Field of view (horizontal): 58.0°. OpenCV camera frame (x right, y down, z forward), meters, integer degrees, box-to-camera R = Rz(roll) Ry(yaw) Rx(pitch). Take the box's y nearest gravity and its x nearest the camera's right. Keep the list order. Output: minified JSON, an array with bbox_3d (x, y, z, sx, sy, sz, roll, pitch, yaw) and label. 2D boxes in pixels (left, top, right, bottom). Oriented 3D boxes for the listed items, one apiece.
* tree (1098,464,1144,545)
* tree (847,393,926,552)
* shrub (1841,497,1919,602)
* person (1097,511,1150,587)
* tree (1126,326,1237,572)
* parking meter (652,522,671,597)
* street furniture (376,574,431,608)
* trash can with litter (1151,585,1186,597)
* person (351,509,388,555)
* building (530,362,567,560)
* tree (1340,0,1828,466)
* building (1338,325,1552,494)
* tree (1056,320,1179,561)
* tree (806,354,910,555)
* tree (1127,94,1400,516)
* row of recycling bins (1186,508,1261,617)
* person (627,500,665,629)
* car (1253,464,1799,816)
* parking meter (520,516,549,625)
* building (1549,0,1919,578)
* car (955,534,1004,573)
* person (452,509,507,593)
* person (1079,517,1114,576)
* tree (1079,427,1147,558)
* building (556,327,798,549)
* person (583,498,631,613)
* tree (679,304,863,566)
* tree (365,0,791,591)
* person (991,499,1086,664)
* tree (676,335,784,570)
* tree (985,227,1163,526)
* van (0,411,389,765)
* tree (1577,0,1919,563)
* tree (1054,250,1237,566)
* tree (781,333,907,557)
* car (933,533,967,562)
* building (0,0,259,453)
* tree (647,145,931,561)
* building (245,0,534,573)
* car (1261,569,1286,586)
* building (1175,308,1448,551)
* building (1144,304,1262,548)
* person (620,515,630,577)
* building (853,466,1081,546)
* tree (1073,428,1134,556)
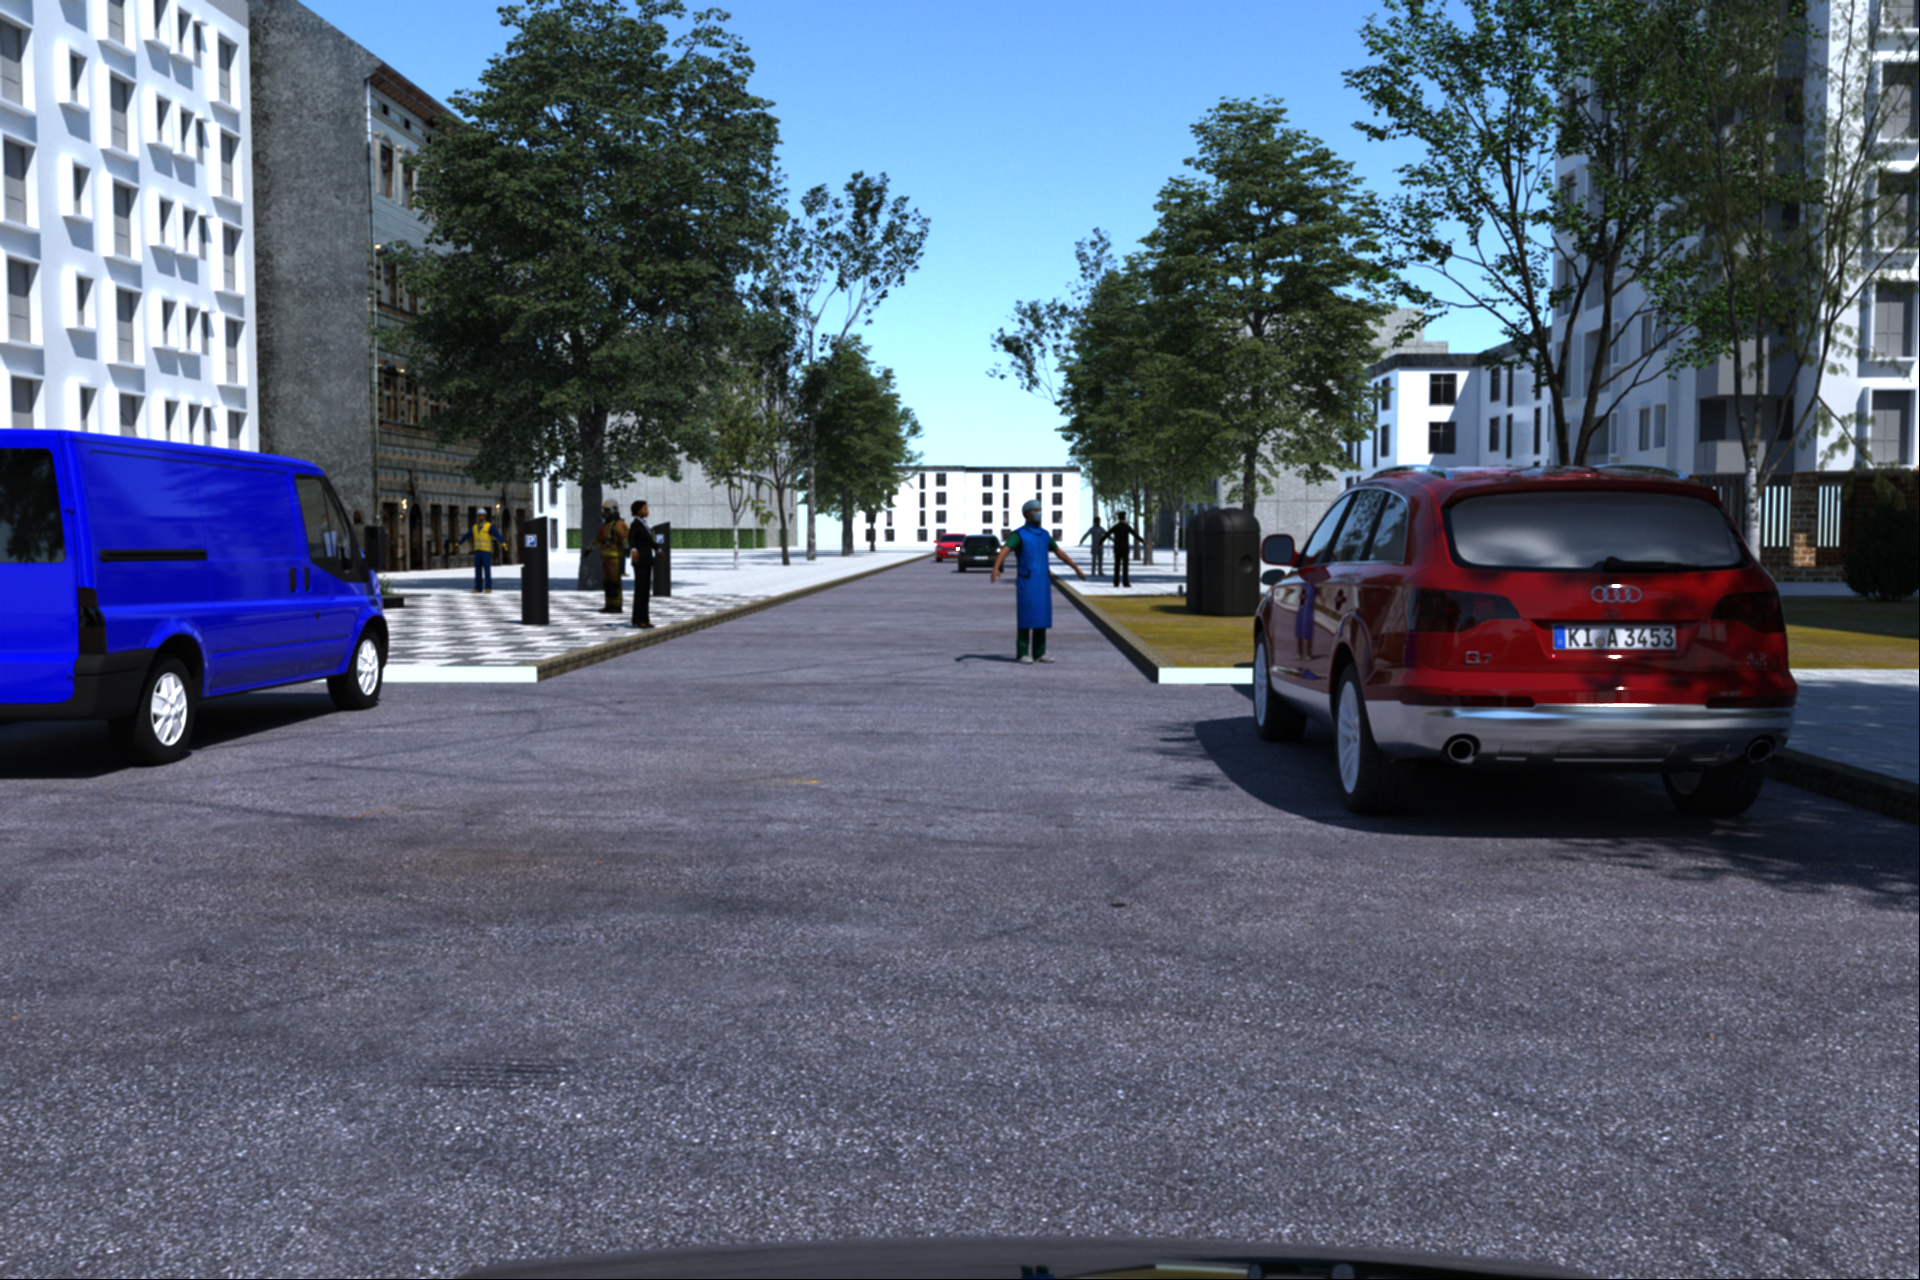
[{"bbox_3d":[20.235,-17.393,210.134,9.928,11.665,9.643,0,3,0],"label":"tree"},{"bbox_3d":[-6.195,-12.108,123.724,9.928,11.665,9.643,0,3,0],"label":"tree"},{"bbox_3d":[17.702,-1.751,33.052,1.690,2.028,1.600,0,3,0],"label":"shrub"},{"bbox_3d":[3.910,-2.193,41.787,1.347,1.837,0.705,2,4,24],"label":"person"},{"bbox_3d":[7.423,-6.636,58.857,4.737,8.622,4.395,0,3,0],"label":"tree"},{"bbox_3d":[-6.124,-1.658,35.518,0.372,1.533,0.369,0,3,0],"label":"parking meter"},{"bbox_3d":[-12.756,-1.342,28.795,9.812,1.723,11.010,2,4,27],"label":"street furniture"},{"bbox_3d":[4.828,-1.492,35.446,1.678,1.210,2.233,0,4,0],"label":"trash can with litter"},{"bbox_3d":[-12.555,-1.839,36.192,1.348,1.813,0.705,0,4,8],"label":"person"},{"bbox_3d":[-24.975,-9.071,90.460,9.099,9.664,28.070,0,4,2],"label":"building"},{"bbox_3d":[10.482,-6.343,29.468,9.928,11.665,9.643,0,3,0],"label":"tree"},{"bbox_3d":[24.818,-8.473,80.673,9.099,9.664,28.070,0,4,2],"label":"building"},{"bbox_3d":[8.502,-9.659,83.673,9.928,11.665,9.643,0,3,0],"label":"tree"},{"bbox_3d":[-6.596,-11.652,108.636,7.486,12.596,7.792,0,3,0],"label":"tree"},{"bbox_3d":[7.876,-7.788,45.469,7.486,12.596,7.792,0,3,0],"label":"tree"},{"bbox_3d":[4.254,-1.306,28.465,1.069,1.692,3.534,0,4,2],"label":"row of recycling bins"},{"bbox_3d":[-4.258,-1.031,23.580,0.721,1.740,1.216,0,4,8],"label":"person"},{"bbox_3d":[3.039,-0.104,10.378,2.281,1.827,5.304,0,4,2],"label":"car"},{"bbox_3d":[-6.008,-0.982,24.466,0.372,1.533,0.369,0,3,0],"label":"parking meter"},{"bbox_3d":[25.593,-12.354,58.405,16.016,20.090,11.380,0,4,1],"label":"building"},{"bbox_3d":[0.814,-3.416,65.643,2.009,1.686,4.222,0,4,1],"label":"car"},{"bbox_3d":[-10.380,-1.934,37.590,1.349,1.833,0.705,1,4,17],"label":"person"},{"bbox_3d":[4.236,-2.876,53.214,1.347,1.806,0.705,-1,4,-22],"label":"person"},{"bbox_3d":[7.991,-8.666,92.044,4.360,8.622,3.978,0,3,0],"label":"tree"},{"bbox_3d":[-25.625,-18.175,163.615,16.747,18.905,31.486,0,4,2],"label":"building"},{"bbox_3d":[-5.674,-1.367,28.113,0.705,1.858,1.354,-3,5,-42],"label":"person"},{"bbox_3d":[-7.382,-8.327,70.567,7.601,10.594,8.767,2,4,29],"label":"tree"},{"bbox_3d":[-8.510,-8.106,39.187,9.857,13.997,8.962,0,3,0],"label":"tree"},{"bbox_3d":[0.827,-0.651,19.225,1.347,1.817,0.704,-3,4,-38],"label":"person"},{"bbox_3d":[-7.955,-6.763,60.933,4.737,8.622,4.395,0,3,0],"label":"tree"},{"bbox_3d":[7.850,-15.541,109.989,12.611,20.169,13.585,0,3,0],"label":"tree"},{"bbox_3d":[-5.793,-0.491,12.408,2.240,2.365,5.245,0,4,1],"label":"van"},{"bbox_3d":[7.951,-4.108,17.526,4.360,8.622,3.978,0,3,0],"label":"tree"},{"bbox_3d":[7.246,-9.302,70.221,7.486,12.596,7.792,0,3,0],"label":"tree"},{"bbox_3d":[-6.656,-11.001,97.997,7.486,12.596,7.792,0,3,0],"label":"tree"},{"bbox_3d":[-0.301,-4.900,89.158,2.155,1.783,4.494,0,4,2],"label":"car"},{"bbox_3d":[-27.535,-11.335,41.755,16.016,20.090,11.380,0,4,1],"label":"building"},{"bbox_3d":[-8.630,-13.943,83.857,12.611,20.169,13.585,0,3,0],"label":"tree"},{"bbox_3d":[-27.853,-14.310,64.900,19.493,23.208,18.063,0,4,2],"label":"building"},{"bbox_3d":[3.691,-0.349,15.293,1.945,1.707,3.694,0,4,1],"label":"car"},{"bbox_3d":[28.007,-16.989,144.223,16.747,18.905,31.486,0,4,1],"label":"building"},{"bbox_3d":[28.474,-20.947,173.413,19.493,23.208,18.063,0,4,2],"label":"building"},{"bbox_3d":[-10.194,-2.837,52.237,0.705,1.847,1.347,1,4,22],"label":"person"},{"bbox_3d":[0.724,-16.398,212.705,28.070,9.664,9.099,0,4,4],"label":"building"},{"bbox_3d":[8.744,-9.180,100.452,4.360,8.622,3.978,0,3,0],"label":"tree"}]
